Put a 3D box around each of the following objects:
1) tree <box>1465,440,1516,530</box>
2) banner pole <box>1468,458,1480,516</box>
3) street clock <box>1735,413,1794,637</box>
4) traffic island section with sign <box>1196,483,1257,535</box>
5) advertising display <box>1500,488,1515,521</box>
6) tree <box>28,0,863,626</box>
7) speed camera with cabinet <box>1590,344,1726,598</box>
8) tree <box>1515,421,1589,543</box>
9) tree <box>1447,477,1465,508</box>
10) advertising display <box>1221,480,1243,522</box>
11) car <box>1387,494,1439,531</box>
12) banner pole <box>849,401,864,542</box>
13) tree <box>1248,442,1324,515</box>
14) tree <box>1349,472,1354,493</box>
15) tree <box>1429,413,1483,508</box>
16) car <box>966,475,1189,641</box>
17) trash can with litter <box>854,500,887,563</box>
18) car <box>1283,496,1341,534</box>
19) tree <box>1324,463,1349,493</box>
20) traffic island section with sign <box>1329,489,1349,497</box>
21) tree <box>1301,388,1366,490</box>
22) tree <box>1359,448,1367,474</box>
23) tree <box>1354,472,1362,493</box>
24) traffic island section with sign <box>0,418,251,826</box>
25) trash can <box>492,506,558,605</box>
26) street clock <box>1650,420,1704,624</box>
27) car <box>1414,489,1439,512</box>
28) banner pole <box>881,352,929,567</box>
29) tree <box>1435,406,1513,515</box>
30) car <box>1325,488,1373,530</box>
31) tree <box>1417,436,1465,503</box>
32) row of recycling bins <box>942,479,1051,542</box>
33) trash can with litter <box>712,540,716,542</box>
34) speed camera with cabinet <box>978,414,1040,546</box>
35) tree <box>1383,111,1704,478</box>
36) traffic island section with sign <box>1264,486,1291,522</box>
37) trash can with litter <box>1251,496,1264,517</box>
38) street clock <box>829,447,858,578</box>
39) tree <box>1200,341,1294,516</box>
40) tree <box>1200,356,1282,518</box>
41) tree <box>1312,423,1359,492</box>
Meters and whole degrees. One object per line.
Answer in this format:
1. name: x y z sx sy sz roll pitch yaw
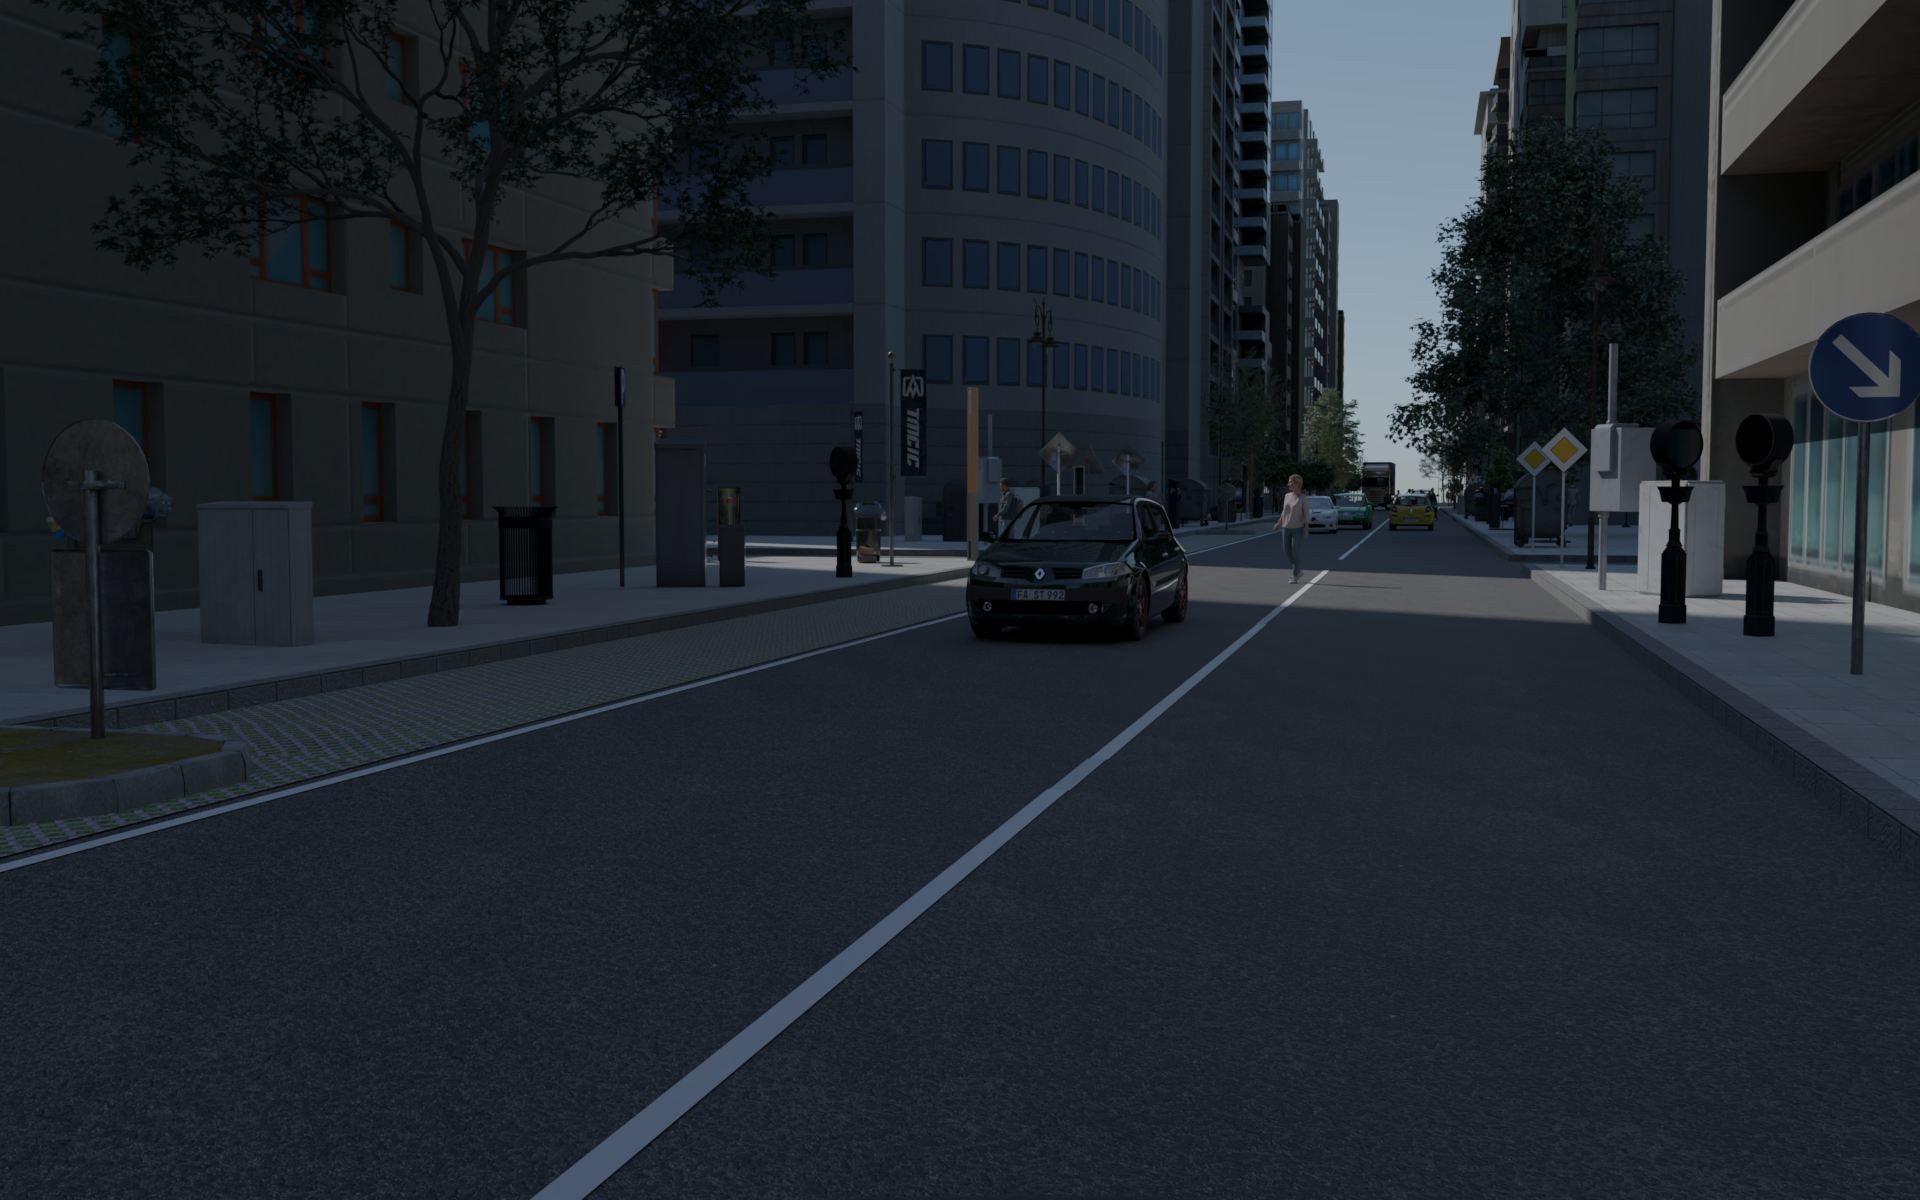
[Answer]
1. tree: 19.263 -4.113 61.850 1.663 3.219 1.824 0 3 0
2. banner pole: 30.124 -6.822 101.559 0.863 3.779 0.401 -1 4 -14
3. street clock: 7.225 -0.675 15.604 0.358 2.002 0.471 -1 4 -18
4. traffic island section with sign: 9.488 -3.231 61.447 1.989 1.847 2.006 1 4 15
5. advertising display: 26.206 -4.774 83.268 0.974 1.923 0.123 3 5 42
6. tree: -4.719 -5.014 16.396 7.601 10.594 8.767 1 4 21
7. speed camera with cabinet: 8.955 -1.709 22.274 0.660 3.252 2.038 -1 4 -14
8. tree: 15.793 -3.134 45.840 1.663 3.219 1.824 0 3 0
9. tree: 55.346 -12.179 193.731 1.663 3.219 1.824 0 3 0
10. advertising display: 12.744 -4.633 80.965 0.974 1.923 0.123 2 4 26
11. car: 18.024 -3.596 69.026 2.015 1.641 3.980 1 4 16
12. banner pole: -2.792 -3.445 46.344 0.401 3.779 0.863 -2 4 -32
13. tree: 19.454 -7.599 107.962 4.285 4.588 4.351 0 3 0
14. tree: 32.245 -10.462 154.766 4.285 4.588 4.351 0 3 0
15. tree: 44.640 -12.506 154.838 4.360 8.622 3.978 0 3 0
16. car: 1.322 -0.523 18.333 2.009 1.686 4.222 1 4 16
17. trash can with litter: -1.661 -1.289 32.455 0.624 1.170 1.055 0 4 -5
18. car: 13.057 -3.170 64.194 2.083 1.381 4.827 1 4 13
19. tree: 29.110 -9.843 144.641 4.285 4.588 4.351 0 3 0
20. traffic island section with sign: 29.537 -7.852 137.006 1.989 1.847 2.006 1 4 15
21. tree: 39.503 -16.302 184.663 7.486 12.596 7.792 0 3 0
22. tree: 60.067 -19.033 261.551 4.737 8.622 4.395 0 3 0
23. tree: 46.084 -13.769 208.833 4.285 4.588 4.351 0 3 0
24. traffic island section with sign: -4.613 0.018 8.339 1.989 1.847 2.006 1 4 15
25. trash can: -5.047 -0.519 20.139 0.748 1.137 0.748 0 3 0
26. street clock: 7.075 -0.769 17.143 0.471 2.002 0.358 -1 4 -21
27. car: 35.793 -7.648 133.719 2.281 1.827 5.304 1 4 17
28. banner pole: -0.978 -2.478 30.539 0.863 3.779 0.401 0 4 7
29. tree: 31.026 -9.437 104.657 4.737 8.622 4.395 0 3 0
30. car: 15.830 -3.776 70.535 1.959 1.807 4.718 1 4 16
31. tree: 67.490 -18.837 242.402 7.601 10.594 8.767 1 4 23
32. row of recycling bins: 1.081 -2.479 47.649 3.534 1.692 1.069 -3 4 -37
33. trash can with litter: -8.346 -2.336 49.244 1.678 1.210 2.233 2 4 33
34. speed camera with cabinet: 1.113 -3.008 43.518 2.038 3.252 0.660 -3 5 -44
35. tree: 17.724 -8.266 52.153 9.611 12.733 9.660 0 3 0
36. traffic island section with sign: 16.501 -4.847 87.868 1.989 1.847 2.006 1 4 15
37. trash can with litter: 16.294 -5.133 95.317 0.624 1.170 1.055 -1 4 -18
38. street clock: -1.782 -1.346 26.583 0.358 2.002 0.471 -3 4 -36
39. tree: 13.448 -8.206 84.532 4.360 8.622 3.978 0 3 0
40. tree: 15.217 -8.698 92.582 4.737 8.622 4.395 0 3 0
41. tree: 37.852 -13.863 177.020 4.737 8.622 4.395 0 3 0
